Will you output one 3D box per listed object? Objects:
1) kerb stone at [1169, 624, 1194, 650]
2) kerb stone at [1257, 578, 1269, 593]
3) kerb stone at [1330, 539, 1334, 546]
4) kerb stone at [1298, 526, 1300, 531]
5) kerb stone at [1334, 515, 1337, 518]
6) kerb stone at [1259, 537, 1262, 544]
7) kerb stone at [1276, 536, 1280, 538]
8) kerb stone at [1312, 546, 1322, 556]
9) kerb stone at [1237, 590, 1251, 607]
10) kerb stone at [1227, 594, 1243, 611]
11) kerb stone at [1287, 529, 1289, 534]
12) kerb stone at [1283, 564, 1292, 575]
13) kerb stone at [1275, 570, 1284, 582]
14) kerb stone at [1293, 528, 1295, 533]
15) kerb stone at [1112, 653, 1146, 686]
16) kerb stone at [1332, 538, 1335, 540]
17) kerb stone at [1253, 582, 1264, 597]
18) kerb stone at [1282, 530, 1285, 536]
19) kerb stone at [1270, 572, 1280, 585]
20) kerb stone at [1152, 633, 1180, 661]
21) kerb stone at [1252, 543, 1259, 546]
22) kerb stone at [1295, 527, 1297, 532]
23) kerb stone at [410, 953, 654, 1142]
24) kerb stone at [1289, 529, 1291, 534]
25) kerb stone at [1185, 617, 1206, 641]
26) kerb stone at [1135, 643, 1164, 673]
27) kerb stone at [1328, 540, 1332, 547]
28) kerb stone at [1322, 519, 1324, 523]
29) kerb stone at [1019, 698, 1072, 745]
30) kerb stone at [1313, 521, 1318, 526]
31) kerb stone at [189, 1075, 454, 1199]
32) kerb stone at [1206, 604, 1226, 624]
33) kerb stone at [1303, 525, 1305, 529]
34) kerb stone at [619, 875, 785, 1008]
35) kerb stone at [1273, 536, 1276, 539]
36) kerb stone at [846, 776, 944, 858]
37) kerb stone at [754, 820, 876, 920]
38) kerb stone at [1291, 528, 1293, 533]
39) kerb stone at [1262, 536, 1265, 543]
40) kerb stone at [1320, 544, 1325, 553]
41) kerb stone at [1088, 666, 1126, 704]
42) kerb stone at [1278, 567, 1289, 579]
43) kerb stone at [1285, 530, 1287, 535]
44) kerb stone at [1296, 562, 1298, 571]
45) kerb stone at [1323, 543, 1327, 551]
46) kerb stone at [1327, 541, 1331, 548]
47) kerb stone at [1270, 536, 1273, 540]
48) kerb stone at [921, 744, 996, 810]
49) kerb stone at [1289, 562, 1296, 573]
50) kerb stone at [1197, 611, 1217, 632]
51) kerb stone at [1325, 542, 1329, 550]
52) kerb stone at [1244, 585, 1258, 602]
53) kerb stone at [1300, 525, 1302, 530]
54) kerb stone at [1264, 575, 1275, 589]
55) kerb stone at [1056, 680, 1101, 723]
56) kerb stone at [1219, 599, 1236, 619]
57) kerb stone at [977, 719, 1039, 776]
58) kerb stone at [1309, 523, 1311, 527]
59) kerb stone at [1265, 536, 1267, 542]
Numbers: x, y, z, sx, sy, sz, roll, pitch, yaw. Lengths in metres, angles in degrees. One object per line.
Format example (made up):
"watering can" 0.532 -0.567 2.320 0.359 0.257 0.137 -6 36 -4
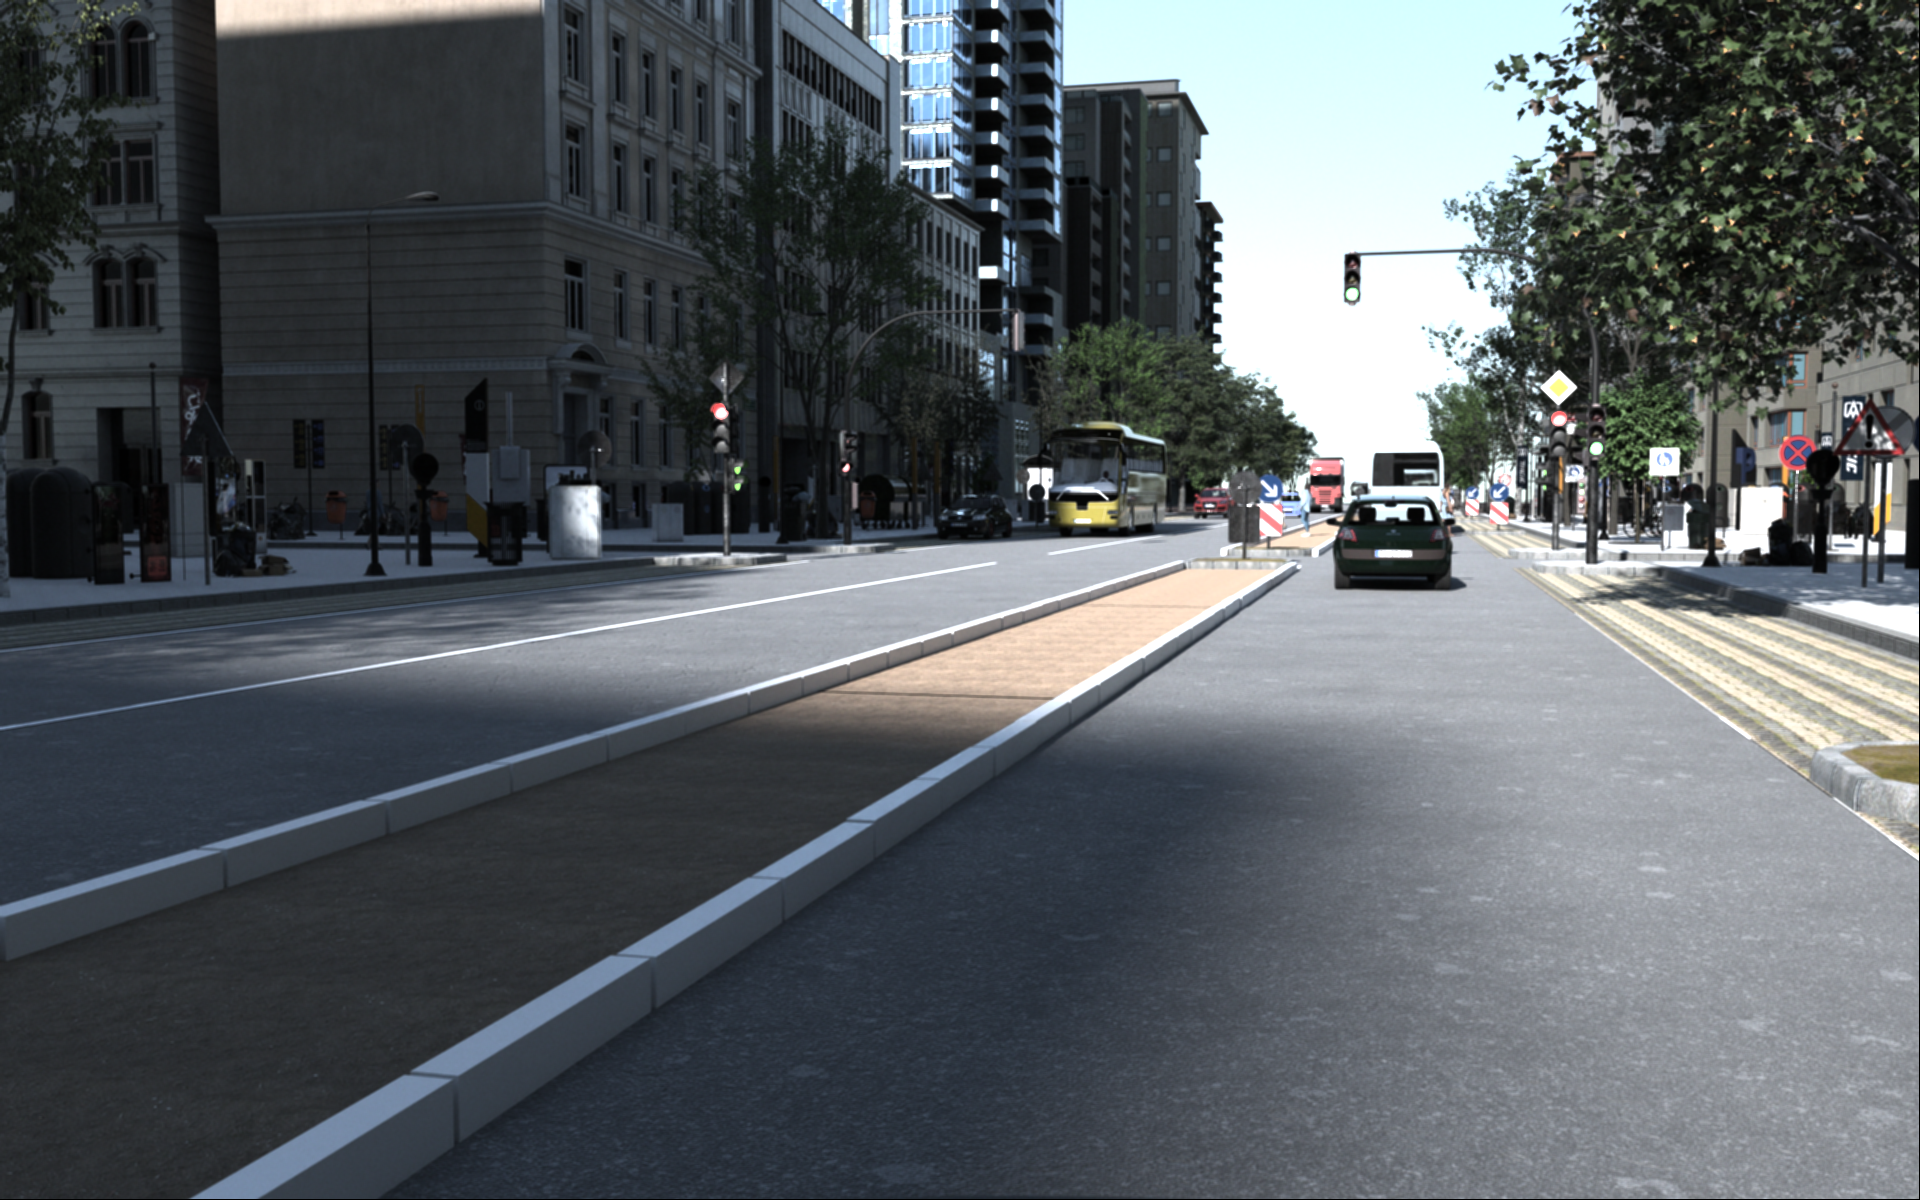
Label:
"kerb stone" 2.044 0.365 16.223 0.120 0.150 1.000 1 4 14
"kerb stone" 4.354 -0.180 25.143 0.120 0.150 1.000 1 4 14
"kerb stone" 9.900 -1.486 46.526 0.120 0.150 1.000 1 4 14
"kerb stone" 12.743 -2.670 65.866 0.120 0.150 1.000 1 4 14
"kerb stone" 21.226 -4.676 98.641 0.120 0.150 1.000 1 4 14
"kerb stone" 8.368 -1.639 48.996 0.120 0.150 1.000 1 4 14
"kerb stone" 10.165 -2.064 55.946 0.120 0.150 1.000 1 4 14
"kerb stone" 8.345 -1.120 40.564 0.120 0.150 1.000 1 4 14
"kerb stone" 3.590 0.002 22.168 0.120 0.150 1.000 1 4 14
"kerb stone" 3.317 0.062 21.181 0.120 0.150 1.000 1 4 14
"kerb stone" 11.191 -2.308 59.927 0.120 0.150 1.000 1 4 14
"kerb stone" 5.638 -0.484 30.102 0.120 0.150 1.000 1 4 14
"kerb stone" 5.131 -0.357 28.119 0.120 0.150 1.000 1 4 14
"kerb stone" 11.970 -2.487 62.893 0.120 0.150 1.000 1 4 14
"kerb stone" 1.267 0.549 13.248 0.120 0.150 1.000 1 4 14
"kerb stone" 10.153 -1.549 47.523 0.120 0.150 1.000 1 4 14
"kerb stone" 4.104 -0.119 24.149 0.120 0.150 1.000 1 4 14
"kerb stone" 10.689 -2.184 57.936 0.120 0.150 1.000 1 4 14
"kerb stone" 4.877 -0.302 27.126 0.120 0.150 1.000 1 4 14
"kerb stone" 1.786 0.426 15.226 0.120 0.150 1.000 1 4 14
"kerb stone" 8.114 -1.579 48.006 0.120 0.150 1.000 1 4 14
"kerb stone" 12.232 -2.547 63.881 0.120 0.150 1.000 1 4 14
"kerb stone" -1.038 1.093 4.321 0.120 0.150 1.000 1 4 14
"kerb stone" 11.455 -2.366 60.915 0.120 0.150 1.000 1 4 14
"kerb stone" 2.305 0.305 17.217 0.120 0.150 1.000 1 4 14
"kerb stone" 1.531 0.489 14.236 0.120 0.150 1.000 1 4 14
"kerb stone" 9.637 -1.425 45.539 0.120 0.150 1.000 1 4 14
"kerb stone" 17.376 -3.764 83.757 0.120 0.150 1.000 1 4 14
"kerb stone" 0.496 0.729 10.276 0.120 0.150 1.000 1 4 14
"kerb stone" 16.094 -3.461 78.785 0.120 0.150 1.000 1 4 14
"kerb stone" -1.294 1.154 3.331 0.120 0.150 1.000 1 4 14
"kerb stone" 2.808 0.183 19.200 0.120 0.150 1.000 1 4 14
"kerb stone" 13.516 -2.853 68.844 0.120 0.150 1.000 1 4 14
"kerb stone" -0.777 1.036 5.318 0.120 0.150 1.000 1 4 14
"kerb stone" 9.656 -1.943 53.959 0.120 0.150 1.000 1 4 14
"kerb stone" -0.266 0.911 7.305 0.120 0.150 1.000 1 4 14
"kerb stone" -0.521 0.978 6.313 0.120 0.150 1.000 1 4 14
"kerb stone" 11.721 -2.426 61.902 0.120 0.150 1.000 1 4 14
"kerb stone" 8.627 -1.700 49.985 0.120 0.150 1.000 1 4 14
"kerb stone" 8.609 -1.184 41.557 0.120 0.150 1.000 1 4 14
"kerb stone" 1.016 0.608 12.257 0.120 0.150 1.000 1 4 14
"kerb stone" 5.387 -0.423 29.111 0.120 0.150 1.000 1 4 14
"kerb stone" 10.944 -2.247 58.936 0.120 0.150 1.000 1 4 14
"kerb stone" 6.160 -0.604 32.080 0.120 0.150 1.000 1 4 14
"kerb stone" 8.867 -1.239 42.566 0.120 0.150 1.000 1 4 14
"kerb stone" 9.384 -1.362 44.549 0.120 0.150 1.000 1 4 14
"kerb stone" 9.394 -1.882 52.963 0.120 0.150 1.000 1 4 14
"kerb stone" -0.014 0.850 8.295 0.120 0.150 1.000 1 4 14
"kerb stone" 5.893 -0.544 31.094 0.120 0.150 1.000 1 4 14
"kerb stone" 2.560 0.246 18.209 0.120 0.150 1.000 1 4 14
"kerb stone" 9.130 -1.301 43.554 0.120 0.150 1.000 1 4 14
"kerb stone" 3.845 -0.059 23.158 0.120 0.150 1.000 1 4 14
"kerb stone" 12.997 -2.729 66.864 0.120 0.150 1.000 1 4 14
"kerb stone" 4.612 -0.241 26.132 0.120 0.150 1.000 1 4 14
"kerb stone" 0.757 0.669 11.265 0.120 0.150 1.000 1 4 14
"kerb stone" 3.074 0.123 20.188 0.120 0.150 1.000 1 4 14
"kerb stone" 0.248 0.790 9.284 0.120 0.150 1.000 1 4 14
"kerb stone" 14.551 -3.091 72.822 0.120 0.150 1.000 1 4 14
"kerb stone" 8.884 -1.761 50.980 0.120 0.150 1.000 1 4 14
